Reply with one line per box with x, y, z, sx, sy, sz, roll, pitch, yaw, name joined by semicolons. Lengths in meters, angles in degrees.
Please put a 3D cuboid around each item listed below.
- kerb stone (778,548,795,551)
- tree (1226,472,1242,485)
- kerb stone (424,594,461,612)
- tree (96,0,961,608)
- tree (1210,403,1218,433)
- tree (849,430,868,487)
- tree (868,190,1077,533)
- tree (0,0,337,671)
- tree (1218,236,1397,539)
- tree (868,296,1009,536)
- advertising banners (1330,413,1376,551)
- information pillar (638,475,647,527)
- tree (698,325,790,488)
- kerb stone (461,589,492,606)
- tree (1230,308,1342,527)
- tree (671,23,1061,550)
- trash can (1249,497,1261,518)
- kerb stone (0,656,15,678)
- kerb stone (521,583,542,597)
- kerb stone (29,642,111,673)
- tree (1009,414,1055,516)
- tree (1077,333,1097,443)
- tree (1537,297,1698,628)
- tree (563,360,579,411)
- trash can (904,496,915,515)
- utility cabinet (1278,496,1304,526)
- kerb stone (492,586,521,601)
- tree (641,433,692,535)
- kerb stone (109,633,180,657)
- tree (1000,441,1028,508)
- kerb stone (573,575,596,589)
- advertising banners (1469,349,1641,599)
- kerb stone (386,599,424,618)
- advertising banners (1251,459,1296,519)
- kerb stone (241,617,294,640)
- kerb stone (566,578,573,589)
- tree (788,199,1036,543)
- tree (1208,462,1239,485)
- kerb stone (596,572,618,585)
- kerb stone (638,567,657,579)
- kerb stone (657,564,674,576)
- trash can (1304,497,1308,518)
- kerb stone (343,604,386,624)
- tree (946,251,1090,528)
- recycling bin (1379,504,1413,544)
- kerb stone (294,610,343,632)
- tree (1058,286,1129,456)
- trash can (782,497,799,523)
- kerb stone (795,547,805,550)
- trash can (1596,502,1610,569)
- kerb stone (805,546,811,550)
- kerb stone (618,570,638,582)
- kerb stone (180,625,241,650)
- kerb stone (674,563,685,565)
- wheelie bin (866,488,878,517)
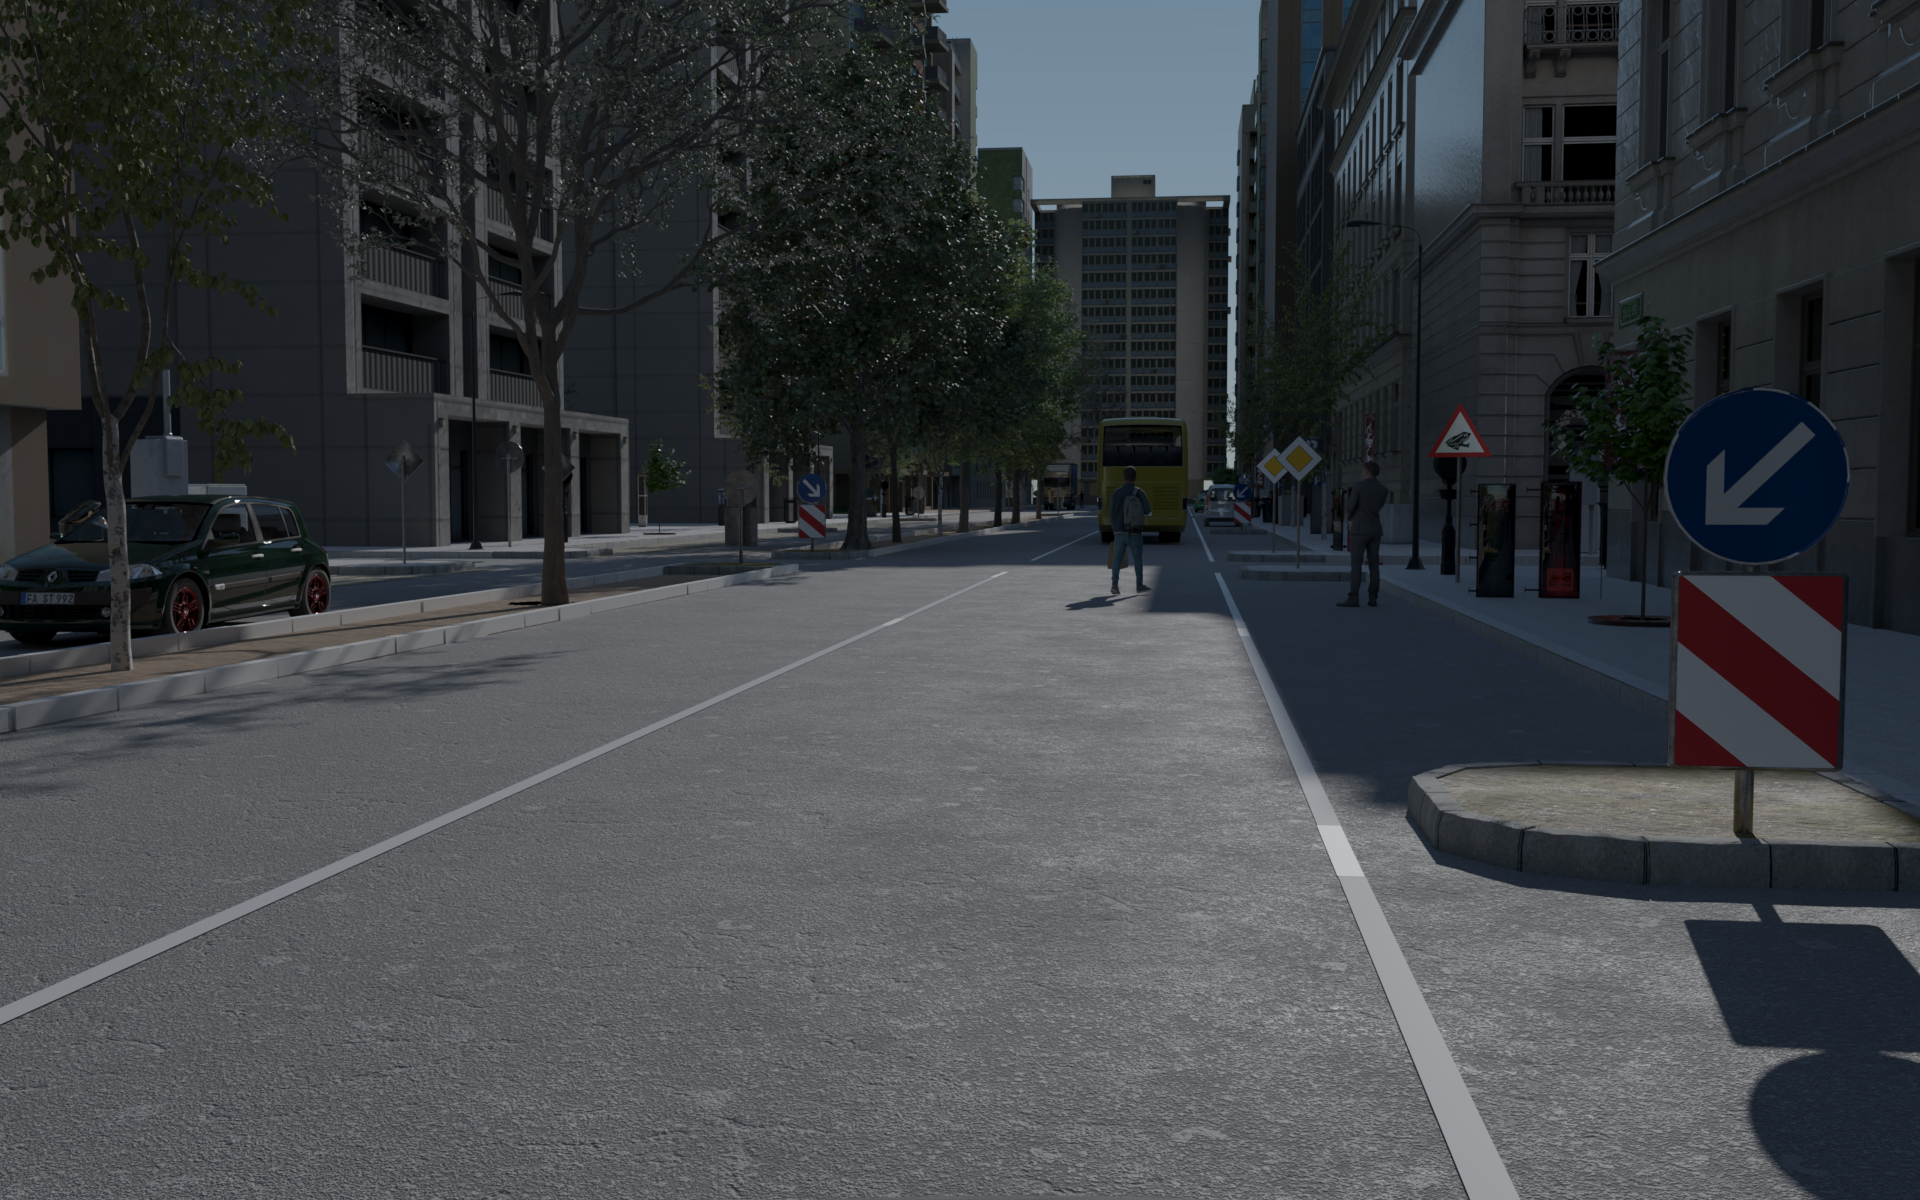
-4.052;-1.102;40.238;0.120;0.150;1.000;0;4;7;kerb stone
21.773;-8.658;136.153;1.663;3.219;1.824;0;3;0;tree
-6.472;0.048;21.411;0.120;0.150;1.000;0;4;7;kerb stone
-5.187;-6.657;21.676;12.009;13.543;11.850;0;3;0;tree
16.338;-8.968;96.985;4.737;8.622;4.395;0;3;0;tree
-4.581;-9.192;100.650;4.360;8.622;3.978;0;3;0;tree
0.087;-8.774;64.044;7.486;12.596;7.792;0;3;0;tree
-6.767;-3.711;13.501;4.737;8.622;4.395;0;3;0;tree
10.103;-6.032;48.984;4.737;8.622;4.395;0;3;0;tree
-0.653;-6.441;58.128;4.360;8.622;3.978;0;3;0;tree
8.745;-2.589;38.522;0.090;3.025;2.074;-1;4;-13;advertising banners
-12.312;-3.834;67.178;0.304;2.012;0.304;0;4;3;information pillar
-8.421;-7.283;69.434;4.360;8.622;3.978;0;3;0;tree
-6.346;-0.012;22.429;0.120;0.150;1.000;0;4;7;kerb stone
12.731;-7.146;67.192;4.360;8.622;3.978;0;3;0;tree
-2.502;-7.507;42.204;9.611;12.733;9.660;0;3;0;tree
16.146;-5.084;94.779;0.748;1.137;0.748;0;3;0;trash can
-7.519;0.548;13.267;0.120;0.150;1.000;0;4;7;kerb stone
-6.089;-0.137;24.461;0.120;0.150;1.000;0;4;7;kerb stone
-7.385;0.484;14.280;0.120;0.150;1.000;0;4;7;kerb stone
3.050;-8.352;89.370;4.360;8.622;3.978;0;3;0;tree
2.583;-9.872;81.992;7.486;12.596;7.792;0;3;0;tree
6.868;-1.379;17.143;1.663;3.219;1.824;0;3;0;tree
-18.249;-7.510;73.151;4.360;8.622;3.978;0;3;0;tree
-3.016;-5.665;104.270;0.748;1.137;0.748;0;3;0;trash can
13.458;-3.624;70.417;1.020;1.237;0.306;-1;4;-20;utility cabinet
-6.218;-0.076;23.443;0.120;0.150;1.000;0;4;7;kerb stone
-9.529;-3.672;54.637;1.663;3.219;1.824;0;3;0;tree
-7.257;0.422;15.303;0.120;0.150;1.000;0;4;7;kerb stone
4.806;-13.007;163.023;4.737;8.622;4.395;0;3;0;tree
-5.828;-0.263;26.498;0.120;0.150;1.000;0;4;7;kerb stone
7.335;-1.530;21.209;2.074;3.025;0.090;1;4;14;advertising banners
-6.613;0.111;20.399;0.120;0.150;1.000;0;4;7;kerb stone
15.691;-5.515;86.350;2.074;3.025;0.090;1;4;23;advertising banners
-7.003;0.304;17.342;0.120;0.150;1.000;0;4;7;kerb stone
-5.960;-0.200;25.475;0.120;0.150;1.000;0;4;7;kerb stone
-1.788;-6.977;50.938;8.767;10.594;7.601;0;4;7;tree
28.791;-12.517;188.358;4.285;4.588;4.351;0;3;0;tree
-5.689;-0.326;27.520;0.120;0.150;1.000;0;4;7;kerb stone
-5.427;-0.445;29.547;0.120;0.150;1.000;0;4;7;kerb stone
-5.304;-0.512;30.564;0.120;0.150;1.000;0;4;7;kerb stone
18.256;-4.956;92.680;0.748;1.137;0.748;0;3;0;trash can
-6.735;0.172;19.384;0.120;0.150;1.000;0;4;7;kerb stone
1.700;-8.872;73.272;9.928;11.665;9.643;0;3;0;tree
11.208;-1.957;44.551;0.722;1.027;0.722;-1;4;-19;recycling bin
-6.869;0.236;18.362;0.120;0.150;1.000;0;4;7;kerb stone
4.465;-11.287;97.377;12.009;13.543;11.850;0;3;0;tree
-7.462;-3.951;76.246;0.748;1.137;0.748;0;3;0;trash can
-3.931;-1.166;41.253;0.120;0.150;1.000;0;4;7;kerb stone
11.257;-1.098;29.601;0.748;1.137;0.748;0;3;0;trash can
-3.801;-1.221;42.277;0.120;0.150;1.000;0;4;7;kerb stone
-5.557;-0.388;28.533;0.120;0.150;1.000;0;4;7;kerb stone
-7.125;0.361;16.322;0.120;0.150;1.000;0;4;7;kerb stone
-5.172;-0.575;31.591;0.120;0.150;1.000;0;4;7;kerb stone
-4.982;-5.404;96.261;0.980;1.594;0.693;2;4;29;wheelie bin
